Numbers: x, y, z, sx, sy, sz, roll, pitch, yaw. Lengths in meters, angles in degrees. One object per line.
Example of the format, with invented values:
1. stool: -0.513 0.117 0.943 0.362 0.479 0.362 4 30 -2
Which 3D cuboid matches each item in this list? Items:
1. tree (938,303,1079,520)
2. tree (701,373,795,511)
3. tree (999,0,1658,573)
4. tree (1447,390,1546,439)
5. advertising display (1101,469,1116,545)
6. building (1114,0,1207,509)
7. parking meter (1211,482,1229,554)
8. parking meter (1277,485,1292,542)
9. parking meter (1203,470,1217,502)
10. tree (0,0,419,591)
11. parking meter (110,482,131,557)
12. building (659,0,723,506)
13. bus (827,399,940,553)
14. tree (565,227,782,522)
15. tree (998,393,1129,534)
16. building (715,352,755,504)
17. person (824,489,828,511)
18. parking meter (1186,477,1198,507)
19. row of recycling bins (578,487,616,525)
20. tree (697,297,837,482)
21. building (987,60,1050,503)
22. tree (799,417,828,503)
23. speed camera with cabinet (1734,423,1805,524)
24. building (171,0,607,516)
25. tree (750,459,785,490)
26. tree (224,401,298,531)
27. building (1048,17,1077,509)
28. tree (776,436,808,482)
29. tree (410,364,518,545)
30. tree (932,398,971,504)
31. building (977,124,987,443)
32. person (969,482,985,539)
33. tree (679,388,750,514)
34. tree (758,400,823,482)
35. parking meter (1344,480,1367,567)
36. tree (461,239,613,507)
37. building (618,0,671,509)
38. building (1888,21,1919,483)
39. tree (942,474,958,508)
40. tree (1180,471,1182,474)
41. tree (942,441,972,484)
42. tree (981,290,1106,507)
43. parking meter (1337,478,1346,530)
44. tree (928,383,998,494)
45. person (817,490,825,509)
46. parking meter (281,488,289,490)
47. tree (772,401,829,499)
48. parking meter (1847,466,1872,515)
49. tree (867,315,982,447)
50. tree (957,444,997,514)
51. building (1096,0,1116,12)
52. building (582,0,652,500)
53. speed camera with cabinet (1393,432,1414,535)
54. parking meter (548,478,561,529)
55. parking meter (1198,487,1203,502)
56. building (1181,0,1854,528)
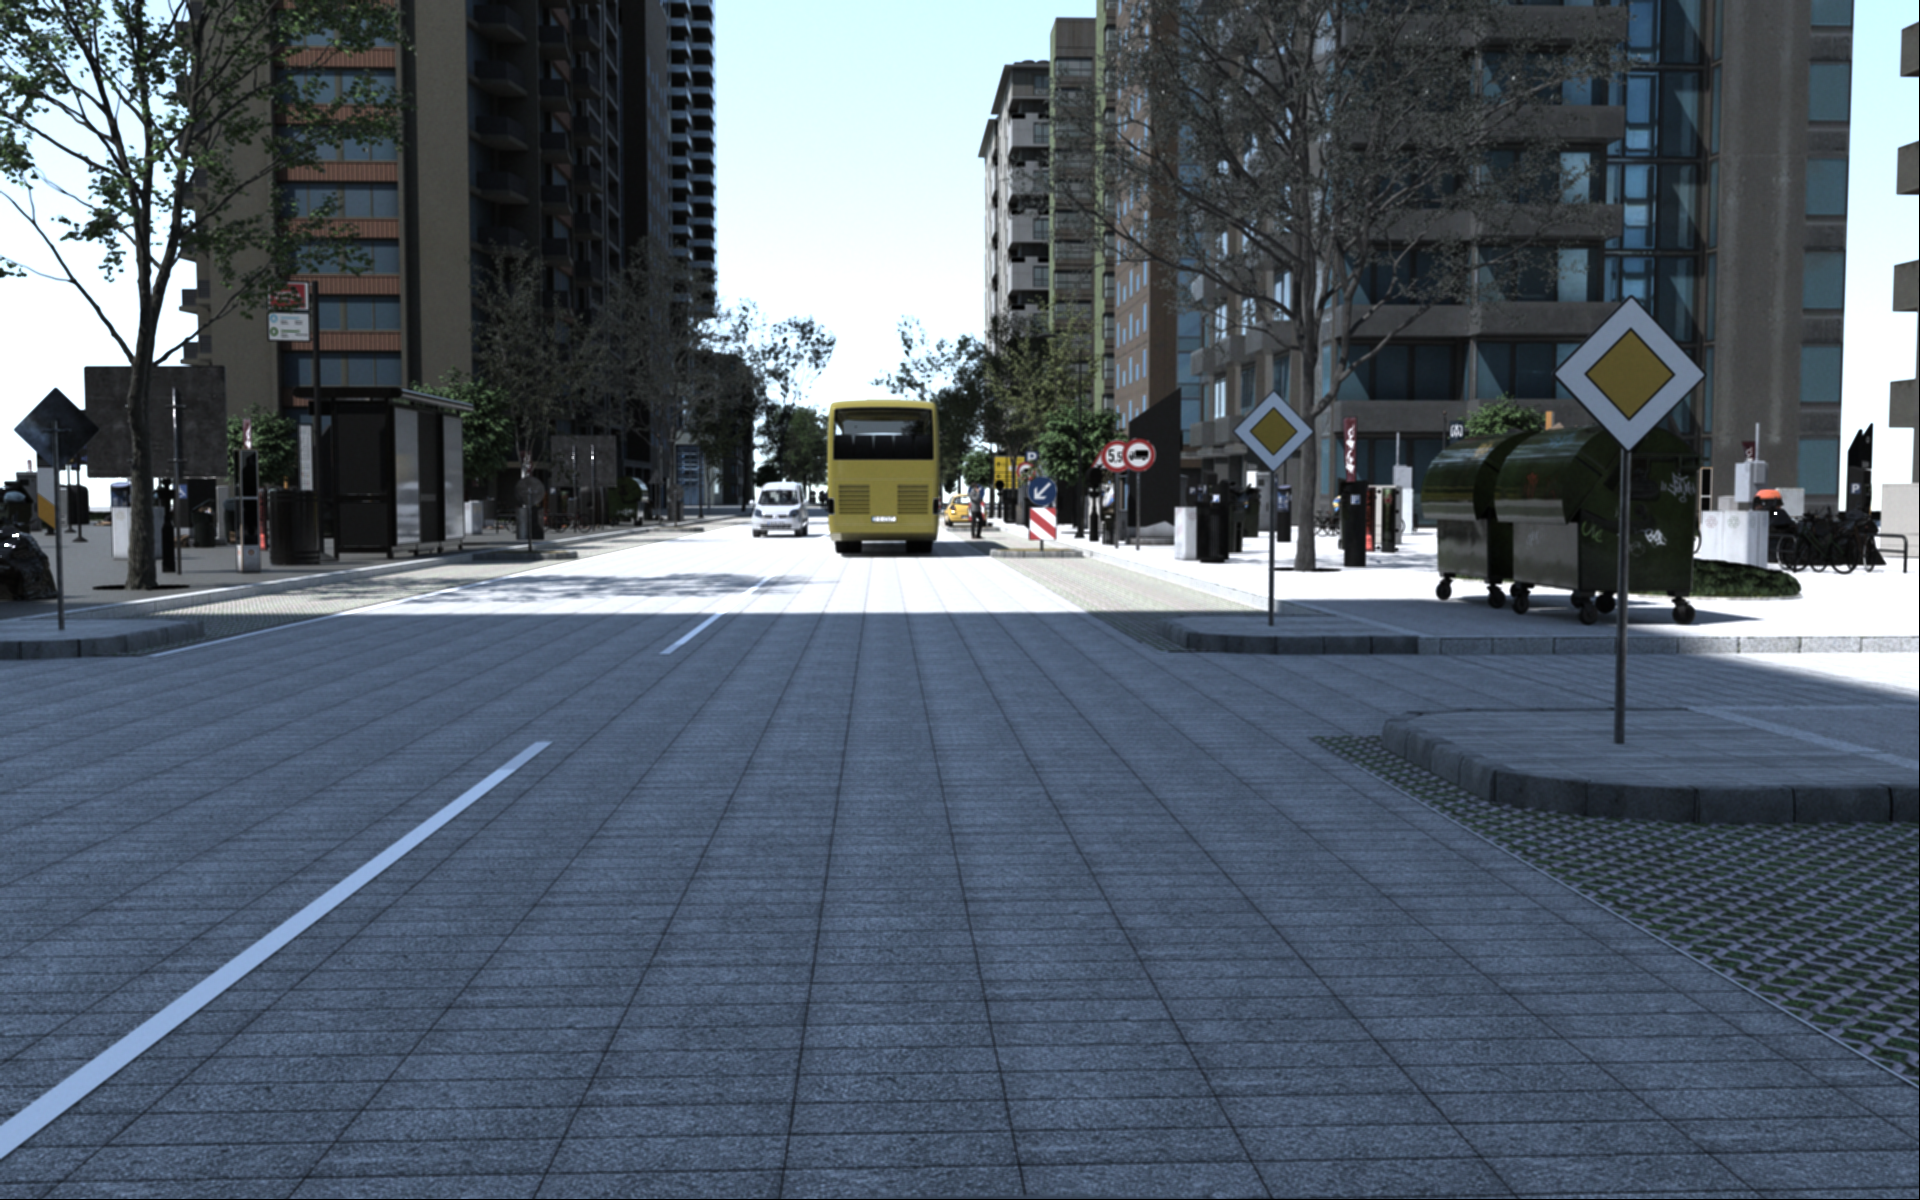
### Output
1. tree: 2.427 -9.234 85.389 8.767 10.594 7.601 2 4 35
2. tree: -15.725 -11.843 128.047 7.601 10.594 8.767 0 4 7
3. tree: 5.907 -7.224 28.475 12.009 13.543 11.850 0 3 0
4. tree: 17.239 -4.367 55.114 4.285 4.588 4.351 0 3 0
5. advertising display: 3.773 -2.351 43.647 0.123 1.923 0.974 -1 4 -15
6. building: 16.804 -27.524 100.128 14.600 45.320 14.200 0 4 -3
7. parking meter: 5.457 -1.709 36.353 0.372 1.533 0.369 0 3 0
8. parking meter: 8.658 -2.314 46.248 0.372 1.533 0.369 0 3 0
9. parking meter: 6.093 -2.233 42.226 0.255 1.863 0.399 -1 4 -13
10. tree: -10.908 -5.950 23.041 9.928 11.665 9.643 0 3 0
11. parking meter: -17.076 -1.642 35.261 0.372 1.533 0.369 0 3 0
12. building: -37.873 -53.994 195.471 22.319 86.520 31.000 0 4 -3
13. bus: -1.979 -3.265 44.933 2.896 3.916 12.252 0 4 -2
14. tree: -13.585 -10.419 80.717 12.009 13.543 11.850 0 3 0
15. tree: 3.995 -4.454 56.534 4.285 4.588 4.351 0 3 0
16. building: -41.911 -23.387 227.422 27.650 21.520 28.899 0 4 -3
17. person: -10.933 -8.308 144.200 0.599 1.838 0.709 -3 5 -43
18. parking meter: 7.725 -3.182 57.730 0.399 1.863 0.255 0 4 5
19. row of recycling bins: -15.115 -3.992 72.375 1.069 1.692 3.534 0 4 2
20. tree: -18.578 -19.092 168.046 12.611 20.169 13.585 0 3 0
21. building: 18.820 -37.945 209.642 28.713 52.752 27.495 0 4 -3
22. tree: -22.049 -20.258 249.350 7.486 12.596 7.792 0 3 0
23. speed camera with cabinet: 22.797 -3.328 48.742 2.038 3.252 0.660 -1 4 -21
24. building: -33.773 -27.500 104.242 22.147 44.769 28.867 0 4 -3
25. tree: -17.677 -10.764 159.711 4.285 4.588 4.351 0 3 0
26. tree: -24.813 -4.743 61.263 4.285 4.588 4.351 0 3 0
27. building: 14.692 -28.710 153.005 14.154 41.232 14.086 0 4 -3
28. tree: -20.428 -16.021 212.305 4.360 8.622 3.978 0 3 0
29. tree: -12.750 -3.689 44.022 4.285 4.588 4.351 0 3 0
30. tree: -2.371 -17.451 203.453 7.486 12.596 7.792 0 3 0
31. building: 17.444 -39.680 238.006 28.713 52.752 27.495 0 4 -3
32. person: 0.537 -2.834 55.017 0.473 1.802 0.592 3 5 39
33. tree: -15.601 -9.691 108.818 4.737 8.622 4.395 0 3 0
34. tree: -18.646 -16.161 189.986 9.928 11.665 9.643 0 3 0
35. parking meter: 6.962 -1.350 30.489 0.372 1.533 0.369 0 3 0
36. tree: -12.511 -6.104 50.156 4.360 8.622 3.978 0 3 0
37. building: -32.472 -30.378 146.792 14.600 45.320 14.200 0 4 -3
38. building: 32.206 -25.089 33.912 21.600 48.544 21.300 0 4 -3
39. tree: -0.878 -10.422 165.003 1.663 3.219 1.824 0 3 0
40. tree: 9.076 -5.018 76.645 1.663 3.219 1.824 0 3 0
41. tree: -3.186 -18.435 218.420 9.611 12.733 9.660 0 3 0
42. tree: 3.175 -6.825 61.952 4.737 8.622 4.395 0 3 0
43. parking meter: 13.650 -3.421 61.638 0.399 1.863 0.255 2 4 31
44. tree: 0.040 -13.946 153.779 9.928 11.665 9.643 0 3 0
45. person: -13.243 -9.739 167.742 1.348 1.823 0.705 2 4 23
46. parking meter: -27.617 -3.825 70.955 0.372 1.533 0.369 0 3 0
47. tree: -21.385 -20.193 236.809 9.857 13.997 8.962 0 3 0
48. parking meter: 18.840 -1.870 36.287 0.255 1.863 0.399 -2 4 -30
49. tree: -3.902 -20.110 184.682 12.611 20.169 13.585 0 3 0
50. tree: 1.390 -7.960 113.863 4.285 4.588 4.351 0 3 0
51. building: 15.720 -26.362 114.612 14.154 41.232 14.086 0 4 -3
52. building: -34.092 -42.216 128.487 20.563 71.187 20.611 0 4 -3
53. speed camera with cabinet: 14.082 -3.706 54.934 0.660 3.252 2.038 1 4 13
54. parking meter: -14.815 -3.524 63.327 0.399 1.863 0.255 1 4 10
55. parking meter: 8.530 -3.275 61.955 0.372 1.533 0.369 0 3 0
56. building: 22.752 -27.942 76.461 23.786 49.044 30.456 0 4 -3
